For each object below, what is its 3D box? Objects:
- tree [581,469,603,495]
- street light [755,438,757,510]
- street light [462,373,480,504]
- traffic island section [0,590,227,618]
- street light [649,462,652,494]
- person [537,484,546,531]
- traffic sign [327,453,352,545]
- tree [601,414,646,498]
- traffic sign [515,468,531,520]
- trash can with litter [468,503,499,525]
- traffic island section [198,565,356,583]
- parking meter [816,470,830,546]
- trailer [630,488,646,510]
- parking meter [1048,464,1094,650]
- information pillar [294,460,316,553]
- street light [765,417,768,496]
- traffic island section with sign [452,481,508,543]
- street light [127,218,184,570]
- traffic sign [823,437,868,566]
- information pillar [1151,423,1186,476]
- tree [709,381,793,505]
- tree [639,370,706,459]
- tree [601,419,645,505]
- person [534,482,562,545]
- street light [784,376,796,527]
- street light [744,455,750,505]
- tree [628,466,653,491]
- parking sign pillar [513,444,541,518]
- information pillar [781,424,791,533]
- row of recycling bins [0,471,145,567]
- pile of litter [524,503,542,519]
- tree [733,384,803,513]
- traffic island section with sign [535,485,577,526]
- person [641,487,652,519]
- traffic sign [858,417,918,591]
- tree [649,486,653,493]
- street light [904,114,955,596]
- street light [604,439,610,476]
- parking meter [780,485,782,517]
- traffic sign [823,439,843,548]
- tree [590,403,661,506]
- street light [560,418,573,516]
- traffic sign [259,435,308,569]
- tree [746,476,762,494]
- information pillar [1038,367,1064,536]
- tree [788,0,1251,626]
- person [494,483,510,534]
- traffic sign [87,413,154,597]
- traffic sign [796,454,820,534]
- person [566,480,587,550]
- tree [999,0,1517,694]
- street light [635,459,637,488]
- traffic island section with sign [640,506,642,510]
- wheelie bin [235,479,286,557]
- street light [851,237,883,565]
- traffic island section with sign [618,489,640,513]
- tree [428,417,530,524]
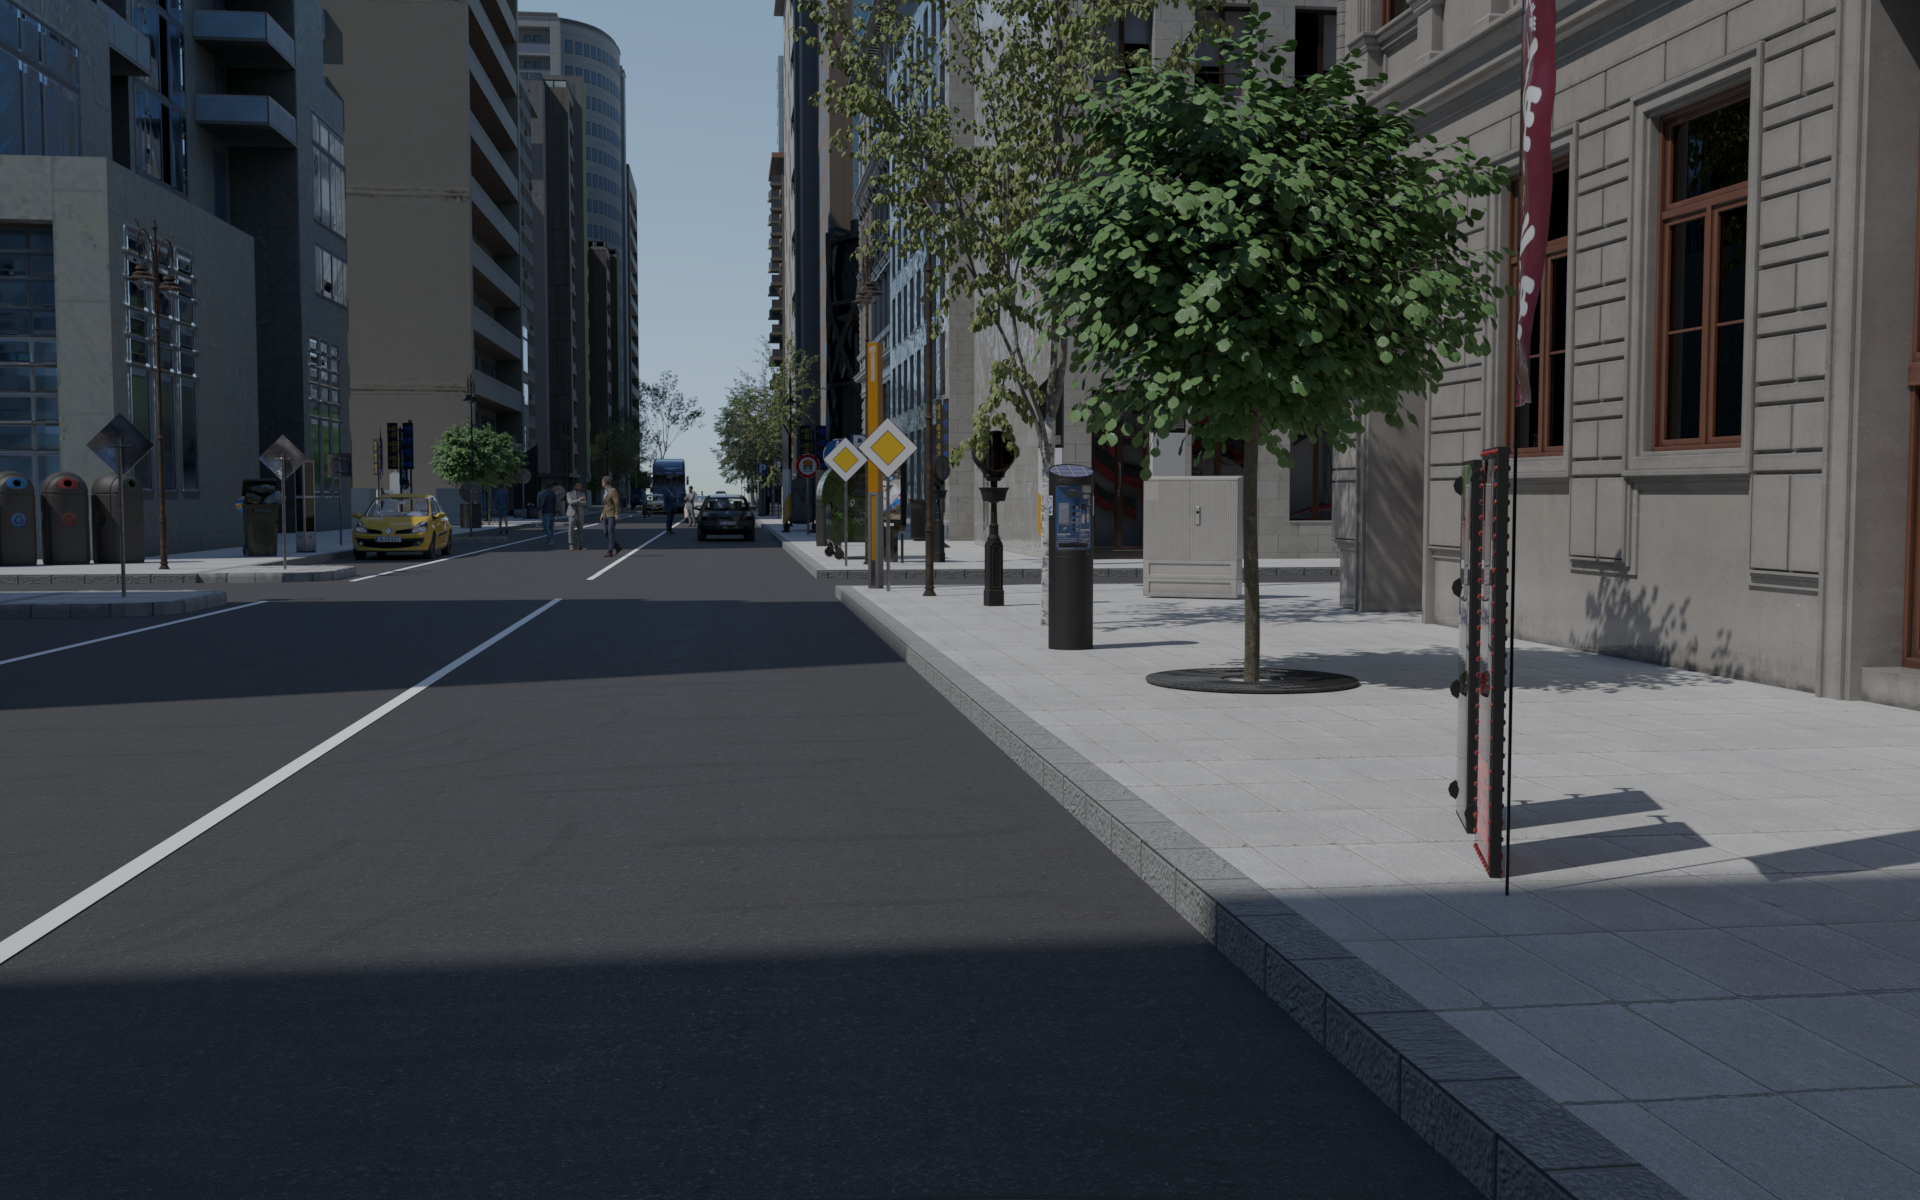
[{"bbox_3d":[-28.718,-8.672,136.387,1.663,3.219,1.824,0,3,0],"label":"tree"},{"bbox_3d":[-16.887,-10.420,143.157,0.468,5.910,1.993,0,4,-8],"label":"street light"},{"bbox_3d":[-18.668,-5.717,66.264,0.468,5.910,1.993,0,4,-8],"label":"street light"},{"bbox_3d":[-10.431,0.044,21.564,2.009,0.180,2.903,0,4,-8],"label":"traffic island section"},{"bbox_3d":[-40.212,-15.424,224.969,0.468,5.910,1.993,0,4,-8],"label":"street light"},{"bbox_3d":[-16.250,-3.628,67.917,0.635,1.810,0.391,-1,4,-22],"label":"person"},{"bbox_3d":[-15.498,-2.518,43.304,0.606,2.300,0.079,0,4,-3],"label":"traffic sign"},{"bbox_3d":[-31.506,-12.867,160.729,4.737,8.622,4.395,0,3,0],"label":"tree"},{"bbox_3d":[-21.479,-5.201,85.148,0.768,2.556,0.104,0,4,-2],"label":"traffic sign"},{"bbox_3d":[-19.892,-3.642,70.600,2.233,1.210,1.678,-1,4,-12],"label":"trash can with litter"},{"bbox_3d":[-11.507,-0.440,29.477,2.009,0.180,2.903,0,4,-8],"label":"traffic island section"},{"bbox_3d":[-3.339,-2.252,42.534,0.255,1.863,0.399,2,4,30],"label":"parking meter"},{"bbox_3d":[-28.027,-8.814,151.162,1.471,1.999,3.904,0,4,-6],"label":"trailer"},{"bbox_3d":[0.919,-0.363,14.344,0.372,1.533,0.369,0,3,0],"label":"parking meter"},{"bbox_3d":[-14.344,-2.045,37.934,0.304,2.012,0.304,2,4,31],"label":"information pillar"},{"bbox_3d":[-11.677,-8.067,104.679,0.468,5.910,1.993,0,4,-8],"label":"street light"},{"bbox_3d":[-14.472,-2.606,51.240,1.989,1.847,2.006,0,4,-8],"label":"traffic island section with sign"},{"bbox_3d":[-13.549,-3.457,29.312,0.468,5.910,1.993,0,4,-8],"label":"street light"},{"bbox_3d":[-2.024,-1.654,30.679,0.795,2.450,0.064,0,4,-8],"label":"traffic sign"},{"bbox_3d":[2.833,-1.964,23.474,0.504,3.616,0.183,-1,4,-13],"label":"information pillar"},{"bbox_3d":[-23.365,-17.674,195.619,9.857,13.997,8.962,0,3,0],"label":"tree"},{"bbox_3d":[-44.003,-24.834,261.924,12.611,20.169,13.585,0,3,0],"label":"tree"},{"bbox_3d":[-32.978,-13.400,169.454,4.360,8.622,3.978,0,3,0],"label":"tree"},{"bbox_3d":[-11.496,-2.425,48.493,0.721,1.781,0.623,2,4,29],"label":"person"},{"bbox_3d":[-6.652,-5.826,68.042,0.468,5.910,1.993,0,4,-8],"label":"street light"},{"bbox_3d":[-21.925,-12.661,179.792,0.468,5.910,1.993,0,4,-8],"label":"street light"},{"bbox_3d":[-36.972,-13.264,200.583,4.285,4.588,4.351,0,3,0],"label":"tree"},{"bbox_3d":[-23.366,-6.412,93.305,1.447,3.967,1.447,0,4,-5],"label":"parking sign pillar"},{"bbox_3d":[-5.779,-4.056,57.668,0.183,3.616,0.504,-2,4,-31],"label":"information pillar"},{"bbox_3d":[-16.648,-1.476,31.251,3.534,1.692,1.069,-3,5,-45],"label":"row of recycling bins"},{"bbox_3d":[-21.852,-4.595,89.100,1.176,0.858,1.719,0,4,-6],"label":"pile of litter"},{"bbox_3d":[-12.622,-10.059,114.824,4.360,8.622,3.978,0,3,0],"label":"tree"},{"bbox_3d":[-18.204,-4.279,78.582,1.989,1.847,2.006,0,4,-8],"label":"traffic island section with sign"},{"bbox_3d":[-17.807,-5.480,98.121,0.620,1.820,0.660,-1,4,-22],"label":"person"},{"bbox_3d":[-0.948,-1.170,22.766,0.795,2.450,0.064,0,4,-8],"label":"traffic sign"},{"bbox_3d":[-42.582,-15.110,241.642,1.663,3.219,1.824,0,3,0],"label":"tree"},{"bbox_3d":[-0.383,-2.987,21.620,0.468,5.910,1.993,0,4,-8],"label":"street light"},{"bbox_3d":[-28.983,-10.377,142.447,0.468,5.910,1.993,0,4,-8],"label":"street light"},{"bbox_3d":[-9.867,-5.566,96.715,0.255,1.863,0.399,0,4,4],"label":"parking meter"},{"bbox_3d":[-2.763,-2.433,39.890,0.768,2.556,0.104,0,4,-7],"label":"traffic sign"},{"bbox_3d":[-34.675,-14.939,178.669,8.767,10.594,7.601,1,4,17],"label":"tree"},{"bbox_3d":[-23.890,-8.132,105.742,0.468,5.910,1.993,0,4,-8],"label":"street light"},{"bbox_3d":[-11.484,-1.577,29.418,0.795,2.450,0.064,0,4,-8],"label":"traffic sign"},{"bbox_3d":[-19.310,-10.533,166.809,1.663,3.219,1.824,0,3,0],"label":"tree"},{"bbox_3d":[1.656,-2.439,31.240,0.504,3.616,0.183,2,4,28],"label":"information pillar"},{"bbox_3d":[0.623,-4.059,16.722,4.737,8.622,4.395,0,3,0],"label":"tree"},{"bbox_3d":[-16.358,-3.263,61.875,0.581,1.822,0.654,-2,4,-24],"label":"person"},{"bbox_3d":[-10.409,-1.093,21.506,0.795,2.450,0.064,0,4,-8],"label":"traffic sign"},{"bbox_3d":[-4.817,-3.352,54.903,0.768,2.556,0.104,0,4,-2],"label":"traffic sign"},{"bbox_3d":[-9.769,-2.174,44.219,0.466,1.800,0.511,3,5,42],"label":"person"},{"bbox_3d":[1.968,-1.714,11.735,4.285,4.588,4.351,0,3,0],"label":"tree"},{"bbox_3d":[-35.085,-13.154,187.863,0.468,5.910,1.993,0,4,-8],"label":"street light"},{"bbox_3d":[-28.619,-8.973,155.340,1.989,1.847,2.006,0,4,-8],"label":"traffic island section with sign"},{"bbox_3d":[-14.409,-1.703,35.758,0.980,1.594,0.693,-2,4,-31],"label":"wheelie bin"},{"bbox_3d":[-1.679,-3.585,31.399,0.468,5.910,1.993,0,4,-8],"label":"street light"},{"bbox_3d":[-24.959,-7.321,128.325,1.989,1.847,2.006,0,4,-8],"label":"traffic island section with sign"},{"bbox_3d":[-21.073,-5.745,77.651,4.285,4.588,4.351,0,3,0],"label":"tree"}]
